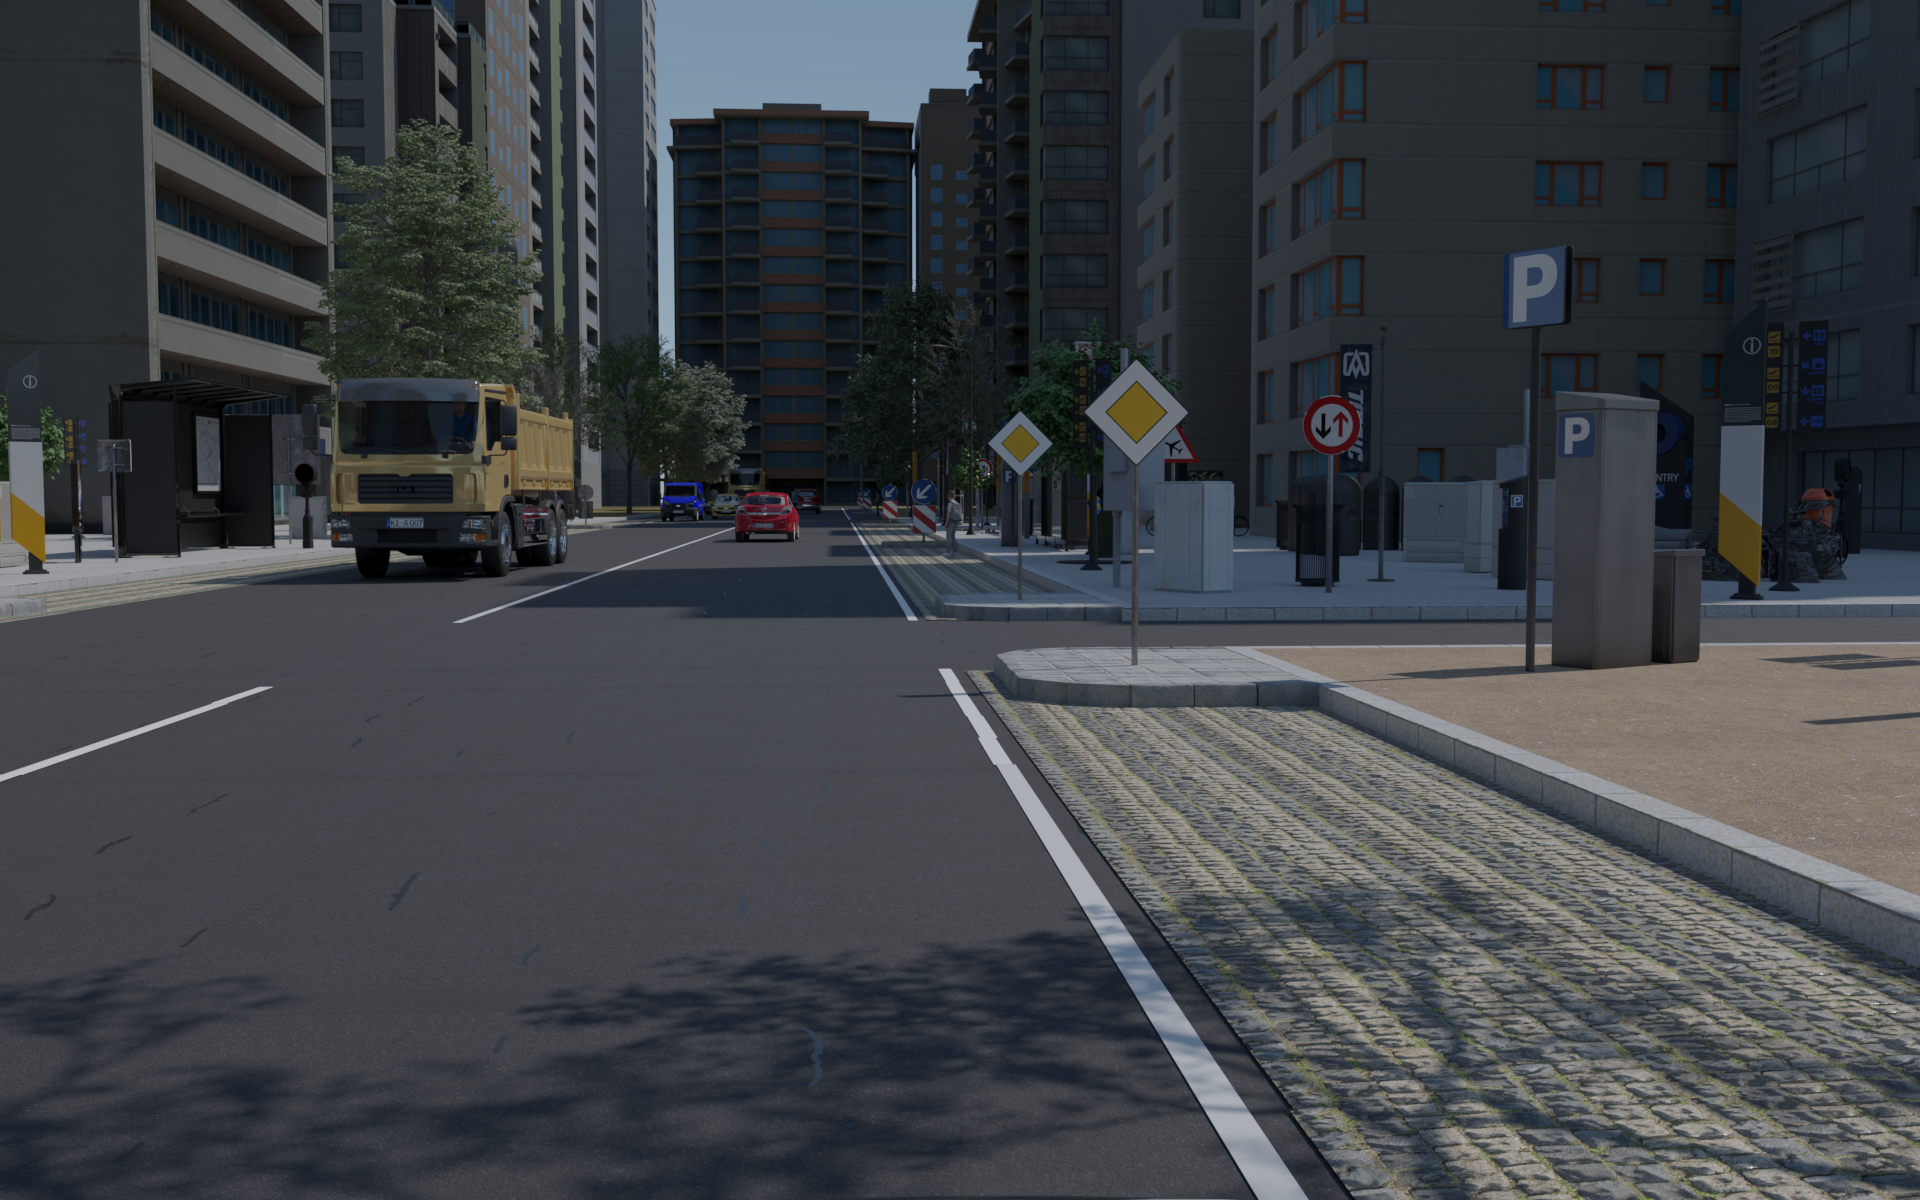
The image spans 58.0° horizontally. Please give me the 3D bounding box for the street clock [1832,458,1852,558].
[{"bbox_3d":[17.749,-1.853,34.871,0.358,2.002,0.471,3,4,38],"label":"street clock"}]

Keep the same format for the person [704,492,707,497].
[{"bbox_3d":[-21.564,-8.290,144.846,0.742,1.727,0.445,-3,4,-37],"label":"person"}]

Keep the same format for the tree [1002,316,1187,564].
[{"bbox_3d":[2.490,-2.965,32.194,4.285,4.588,4.351,0,3,0],"label":"tree"}]

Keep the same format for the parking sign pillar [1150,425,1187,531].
[{"bbox_3d":[7.366,-4.402,60.448,1.447,3.967,1.447,-2,4,-31],"label":"parking sign pillar"}]

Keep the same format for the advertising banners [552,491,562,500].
[{"bbox_3d":[-17.762,-4.921,76.643,0.090,3.025,2.074,0,4,0],"label":"advertising banners"}]

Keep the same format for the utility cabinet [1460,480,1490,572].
[{"bbox_3d":[8.731,-1.209,28.448,1.173,1.500,0.318,-3,5,-42],"label":"utility cabinet"}]

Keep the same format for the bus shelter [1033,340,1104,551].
[{"bbox_3d":[2.838,-3.996,42.971,2.179,5.291,8.768,0,4,-4],"label":"bus shelter"}]

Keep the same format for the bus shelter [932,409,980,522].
[{"bbox_3d":[-0.090,-6.223,79.374,2.179,5.291,8.768,0,4,-4],"label":"bus shelter"}]

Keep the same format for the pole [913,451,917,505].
[{"bbox_3d":[-2.162,-5.448,82.919,0.158,3.312,0.155,0,3,0],"label":"pole"}]

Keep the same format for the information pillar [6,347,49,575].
[{"bbox_3d":[-14.866,-2.216,27.588,0.504,3.616,0.183,-3,5,-45],"label":"information pillar"}]

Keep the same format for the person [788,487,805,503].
[{"bbox_3d":[-9.984,-5.855,103.863,1.348,1.869,0.705,0,4,-6],"label":"person"}]

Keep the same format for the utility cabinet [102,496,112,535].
[{"bbox_3d":[-26.359,-2.641,54.338,1.020,1.237,0.306,1,4,12],"label":"utility cabinet"}]

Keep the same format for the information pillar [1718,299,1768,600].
[{"bbox_3d":[9.504,-1.814,21.006,0.504,3.616,0.183,3,4,38],"label":"information pillar"}]

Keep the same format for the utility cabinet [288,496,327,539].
[{"bbox_3d":[-18.609,-2.339,49.405,1.020,1.237,0.306,0,4,5],"label":"utility cabinet"}]

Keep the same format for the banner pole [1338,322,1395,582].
[{"bbox_3d":[5.963,-2.165,25.414,0.863,3.779,0.401,1,4,12],"label":"banner pole"}]

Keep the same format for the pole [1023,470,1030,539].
[{"bbox_3d":[1.910,-3.415,49.672,0.158,3.312,0.155,0,3,0],"label":"pole"}]

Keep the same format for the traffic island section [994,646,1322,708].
[{"bbox_3d":[1.329,0.567,13.003,2.009,0.180,2.903,0,4,-4],"label":"traffic island section"}]

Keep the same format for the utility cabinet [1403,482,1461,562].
[{"bbox_3d":[8.936,-1.456,32.484,1.173,1.500,0.318,1,4,22],"label":"utility cabinet"}]

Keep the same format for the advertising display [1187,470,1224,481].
[{"bbox_3d":[6.648,-2.552,46.940,0.974,1.923,0.123,1,4,12],"label":"advertising display"}]

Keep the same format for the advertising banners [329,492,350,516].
[{"bbox_3d":[-23.661,-4.332,67.017,0.090,3.025,2.074,1,4,21],"label":"advertising banners"}]

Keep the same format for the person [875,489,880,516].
[{"bbox_3d":[-5.423,-6.305,112.305,0.721,1.735,1.217,0,4,-7],"label":"person"}]

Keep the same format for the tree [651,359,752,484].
[{"bbox_3d":[-24.841,-15.734,163.903,9.857,13.997,8.962,0,3,0],"label":"tree"}]

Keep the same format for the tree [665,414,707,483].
[{"bbox_3d":[-24.952,-12.571,155.893,4.360,8.622,3.978,0,3,0],"label":"tree"}]

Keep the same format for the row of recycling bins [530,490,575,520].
[{"bbox_3d":[-21.024,-4.845,86.335,3.534,1.692,1.069,-1,4,-18],"label":"row of recycling bins"}]

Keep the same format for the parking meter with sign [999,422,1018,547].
[{"bbox_3d":[1.218,-2.830,42.526,0.543,3.016,1.738,0,4,-4],"label":"parking meter with sign"}]

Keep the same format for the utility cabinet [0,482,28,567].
[{"bbox_3d":[-16.763,-1.329,30.401,0.318,1.500,1.173,0,4,-7],"label":"utility cabinet"}]

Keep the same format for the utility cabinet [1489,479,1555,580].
[{"bbox_3d":[8.588,-1.067,26.117,0.318,1.500,1.173,-2,4,-30],"label":"utility cabinet"}]

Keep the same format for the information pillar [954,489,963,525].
[{"bbox_3d":[-0.050,-4.102,71.567,0.304,2.012,0.304,1,4,19],"label":"information pillar"}]

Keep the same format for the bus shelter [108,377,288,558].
[{"bbox_3d":[-16.468,-2.847,37.824,1.731,3.624,6.357,0,4,-4],"label":"bus shelter"}]

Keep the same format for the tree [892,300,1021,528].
[{"bbox_3d":[0.516,-6.993,64.694,4.360,8.622,3.978,0,3,0],"label":"tree"}]

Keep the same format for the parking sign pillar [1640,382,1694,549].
[{"bbox_3d":[16.669,-3.218,41.089,1.447,3.967,1.447,-3,5,-40],"label":"parking sign pillar"}]

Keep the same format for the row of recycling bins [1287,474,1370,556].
[{"bbox_3d":[7.795,-1.854,37.419,1.069,1.692,3.534,0,4,-2],"label":"row of recycling bins"}]

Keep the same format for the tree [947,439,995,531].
[{"bbox_3d":[0.443,-4.026,60.430,1.663,3.219,1.824,0,3,0],"label":"tree"}]

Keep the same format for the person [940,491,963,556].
[{"bbox_3d":[-0.200,-1.763,39.923,0.523,1.515,0.503,0,4,-2],"label":"person"}]

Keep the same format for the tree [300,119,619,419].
[{"bbox_3d":[-16.055,-8.240,52.858,7.486,12.596,7.792,0,3,0],"label":"tree"}]

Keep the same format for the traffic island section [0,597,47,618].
[{"bbox_3d":[-12.012,0.137,20.041,2.009,0.180,2.903,0,4,-4],"label":"traffic island section"}]

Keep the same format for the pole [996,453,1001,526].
[{"bbox_3d":[1.580,-4.679,70.342,0.158,3.312,0.155,0,3,0],"label":"pole"}]

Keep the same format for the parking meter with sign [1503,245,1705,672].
[{"bbox_3d":[4.824,-1.015,12.862,1.738,3.016,0.543,-2,4,-31],"label":"parking meter with sign"}]

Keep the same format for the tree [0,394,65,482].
[{"bbox_3d":[-28.864,-4.225,52.788,4.285,4.588,4.351,0,3,0],"label":"tree"}]

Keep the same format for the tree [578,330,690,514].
[{"bbox_3d":[-20.851,-11.230,109.372,9.928,11.665,9.643,0,3,0],"label":"tree"}]

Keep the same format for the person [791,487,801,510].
[{"bbox_3d":[-9.747,-5.762,102.701,0.705,1.826,1.348,1,4,14],"label":"person"}]

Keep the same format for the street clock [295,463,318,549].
[{"bbox_3d":[-15.365,-2.214,40.761,0.471,2.002,0.358,0,4,4],"label":"street clock"}]

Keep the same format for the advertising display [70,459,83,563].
[{"bbox_3d":[-16.555,-1.668,32.481,0.123,1.923,0.974,-1,4,-23],"label":"advertising display"}]

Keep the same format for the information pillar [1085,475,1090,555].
[{"bbox_3d":[2.737,-2.761,36.504,0.183,3.616,0.504,0,4,7],"label":"information pillar"}]

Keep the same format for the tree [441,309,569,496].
[{"bbox_3d":[-17.991,-7.088,66.253,4.360,8.622,3.978,0,3,0],"label":"tree"}]

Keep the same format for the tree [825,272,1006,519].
[{"bbox_3d":[-2.211,-10.558,89.631,9.611,12.733,9.660,0,3,0],"label":"tree"}]

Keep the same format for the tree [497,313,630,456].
[{"bbox_3d":[-20.625,-9.511,89.911,7.601,10.594,8.767,0,4,6],"label":"tree"}]

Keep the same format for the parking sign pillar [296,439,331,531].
[{"bbox_3d":[-22.779,-4.422,60.766,1.447,3.967,1.447,3,4,39],"label":"parking sign pillar"}]

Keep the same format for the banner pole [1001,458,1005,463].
[{"bbox_3d":[1.873,-5.070,72.905,0.401,3.779,0.863,-1,4,-22],"label":"banner pole"}]

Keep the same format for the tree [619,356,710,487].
[{"bbox_3d":[-24.612,-13.714,142.357,7.486,12.596,7.792,0,3,0],"label":"tree"}]

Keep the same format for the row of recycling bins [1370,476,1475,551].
[{"bbox_3d":[10.082,-1.980,39.482,3.534,1.692,1.069,2,4,30],"label":"row of recycling bins"}]

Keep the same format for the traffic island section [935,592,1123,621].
[{"bbox_3d":[0.746,0.080,20.967,2.009,0.180,2.903,0,4,-4],"label":"traffic island section"}]

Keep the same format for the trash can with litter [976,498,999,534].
[{"bbox_3d":[1.336,-2.789,56.650,1.678,1.210,2.233,-2,4,-31],"label":"trash can with litter"}]

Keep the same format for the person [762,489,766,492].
[{"bbox_3d":[-10.883,-5.327,96.527,0.756,1.711,0.436,-1,4,-12],"label":"person"}]

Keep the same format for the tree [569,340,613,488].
[{"bbox_3d":[-18.865,-8.040,81.821,4.360,8.622,3.978,0,3,0],"label":"tree"}]
